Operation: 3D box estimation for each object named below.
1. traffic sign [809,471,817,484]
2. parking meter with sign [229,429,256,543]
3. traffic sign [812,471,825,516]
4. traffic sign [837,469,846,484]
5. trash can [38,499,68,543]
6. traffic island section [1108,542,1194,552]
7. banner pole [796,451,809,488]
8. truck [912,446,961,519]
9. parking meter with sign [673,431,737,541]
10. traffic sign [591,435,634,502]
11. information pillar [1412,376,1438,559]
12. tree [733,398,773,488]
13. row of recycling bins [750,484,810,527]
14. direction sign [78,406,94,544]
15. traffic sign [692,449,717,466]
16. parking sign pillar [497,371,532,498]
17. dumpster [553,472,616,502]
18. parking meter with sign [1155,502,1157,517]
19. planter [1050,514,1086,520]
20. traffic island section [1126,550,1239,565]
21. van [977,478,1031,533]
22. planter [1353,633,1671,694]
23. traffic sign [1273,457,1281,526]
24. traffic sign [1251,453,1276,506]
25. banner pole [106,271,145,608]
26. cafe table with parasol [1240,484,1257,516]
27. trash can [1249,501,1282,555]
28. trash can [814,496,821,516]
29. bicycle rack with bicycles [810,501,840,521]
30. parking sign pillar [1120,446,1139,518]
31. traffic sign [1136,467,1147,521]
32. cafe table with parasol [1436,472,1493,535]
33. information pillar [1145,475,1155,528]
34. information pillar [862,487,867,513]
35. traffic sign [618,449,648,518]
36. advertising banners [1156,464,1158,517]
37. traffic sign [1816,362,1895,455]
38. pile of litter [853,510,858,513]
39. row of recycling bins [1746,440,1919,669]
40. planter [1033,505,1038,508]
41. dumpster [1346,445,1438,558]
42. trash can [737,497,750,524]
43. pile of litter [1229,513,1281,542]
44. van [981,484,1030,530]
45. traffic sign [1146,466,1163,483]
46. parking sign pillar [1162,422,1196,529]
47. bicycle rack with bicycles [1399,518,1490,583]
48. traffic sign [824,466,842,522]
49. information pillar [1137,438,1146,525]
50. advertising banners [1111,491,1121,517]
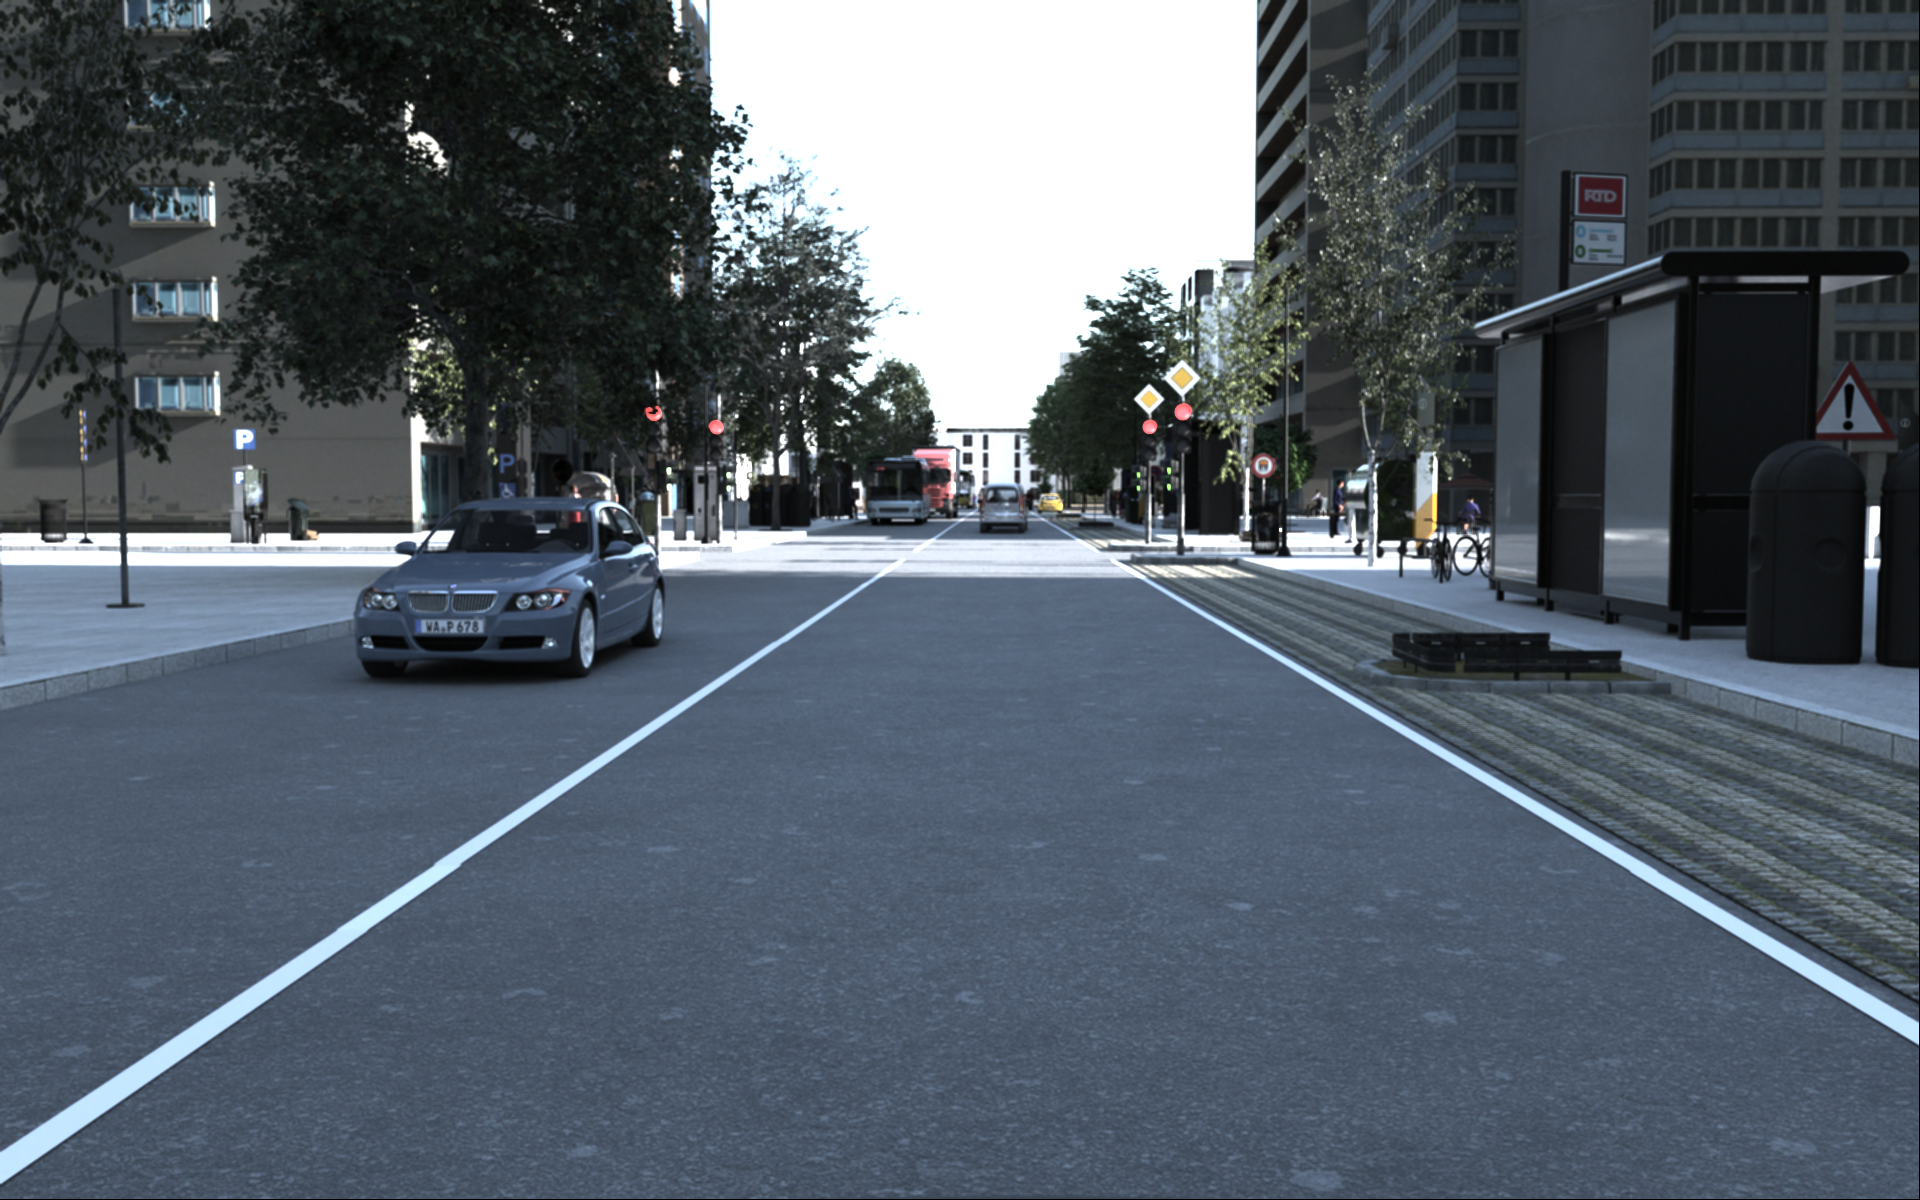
[{"bbox_3d":[-7.730,-5.407,88.405,0.884,2.594,0.081,0,4,3],"label":"traffic sign"},{"bbox_3d":[-19.026,-3.034,45.869,0.543,3.016,1.738,-1,4,-15],"label":"parking meter with sign"},{"bbox_3d":[-7.711,-5.739,93.937,0.768,2.556,0.104,1,4,9],"label":"traffic sign"},{"bbox_3d":[-6.301,-5.518,89.948,0.795,2.593,0.064,1,4,11],"label":"traffic sign"},{"bbox_3d":[-23.763,-2.064,45.403,0.748,1.137,0.748,0,3,0],"label":"trash can"},{"bbox_3d":[4.829,-1.345,44.279,2.009,0.180,2.903,0,4,1],"label":"traffic island section"},{"bbox_3d":[-8.070,-5.992,87.990,0.863,3.779,0.401,-1,4,-14],"label":"banner pole"},{"bbox_3d":[-1.439,-6.935,102.304,2.839,4.237,11.283,0,4,2],"label":"truck"},{"bbox_3d":[-6.993,-3.135,47.516,1.738,3.016,0.543,-1,4,-10],"label":"parking meter with sign"},{"bbox_3d":[-6.979,-2.127,34.787,0.884,2.594,0.081,0,4,7],"label":"traffic sign"},{"bbox_3d":[9.192,-2.618,34.151,0.183,3.616,0.504,-2,4,-29],"label":"information pillar"},{"bbox_3d":[-12.371,-8.768,93.713,4.360,8.622,3.978,0,3,0],"label":"tree"},{"bbox_3d":[-7.208,-3.808,69.380,1.069,1.692,3.534,-3,5,-42],"label":"row of recycling bins"},{"bbox_3d":[-22.613,-3.223,44.698,0.379,3.537,0.876,-1,4,-17],"label":"direction sign"},{"bbox_3d":[-7.201,-2.993,49.046,0.768,2.556,0.104,0,4,5],"label":"traffic sign"},{"bbox_3d":[-9.487,-2.960,36.871,1.447,3.967,1.447,0,4,-1],"label":"parking sign pillar"},{"bbox_3d":[-9.803,-2.416,45.257,1.264,1.857,1.865,0,4,1],"label":"dumpster"},{"bbox_3d":[10.418,-6.122,96.349,0.543,3.016,1.738,-2,4,-28],"label":"parking meter with sign"},{"bbox_3d":[6.053,-4.658,97.290,1.991,0.319,1.994,0,4,1],"label":"planter"},{"bbox_3d":[4.643,-0.857,36.297,2.009,0.180,2.903,0,4,1],"label":"traffic island section"},{"bbox_3d":[1.626,-3.527,64.679,2.013,2.044,4.112,0,4,3],"label":"van"},{"bbox_3d":[4.106,0.477,13.344,1.991,0.319,1.994,0,4,1],"label":"planter"},{"bbox_3d":[10.837,-3.643,59.674,0.768,2.556,0.104,0,4,7],"label":"traffic sign"},{"bbox_3d":[9.506,-3.318,54.351,0.768,2.556,0.104,0,4,3],"label":"traffic sign"},{"bbox_3d":[-9.575,-1.821,19.787,0.401,3.779,0.863,-1,4,-22],"label":"banner pole"},{"bbox_3d":[16.252,-5.969,102.457,2.610,1.966,2.610,1,4,11],"label":"cafe table with parasol"},{"bbox_3d":[6.521,-1.545,36.919,0.748,1.137,0.748,0,3,0],"label":"trash can"},{"bbox_3d":[-8.416,-5.526,102.004,0.748,1.137,0.748,0,3,0],"label":"trash can"},{"bbox_3d":[-6.888,-4.316,83.944,2.852,0.926,2.925,0,4,-5],"label":"bicycle rack with bicycles"},{"bbox_3d":[9.369,-6.419,93.430,1.447,3.967,1.447,2,4,31],"label":"parking sign pillar"},{"bbox_3d":[8.662,-4.981,81.540,0.768,2.556,0.104,0,4,5],"label":"traffic sign"},{"bbox_3d":[15.926,-3.033,54.448,2.610,1.966,2.610,-1,4,-20],"label":"cafe table with parasol"},{"bbox_3d":[7.195,-3.736,65.570,0.304,2.012,0.304,-1,4,-19],"label":"information pillar"},{"bbox_3d":[-6.358,-7.566,115.058,0.183,3.616,0.504,-2,4,-26],"label":"information pillar"},{"bbox_3d":[-9.455,-3.061,50.051,0.884,2.594,0.081,1,4,9],"label":"traffic sign"},{"bbox_3d":[10.449,-5.844,91.729,0.090,3.025,2.074,0,4,6],"label":"advertising banners"},{"bbox_3d":[8.739,-1.046,17.108,0.884,2.594,0.081,0,4,6],"label":"traffic sign"},{"bbox_3d":[-7.600,-6.445,119.336,1.176,0.858,1.719,0,4,7],"label":"pile of litter"},{"bbox_3d":[7.771,-0.348,12.808,3.534,1.692,1.069,1,4,23],"label":"row of recycling bins"},{"bbox_3d":[7.821,-9.288,173.003,1.991,0.319,1.994,0,4,1],"label":"planter"},{"bbox_3d":[8.855,-2.022,35.558,1.502,2.255,1.985,0,4,1],"label":"dumpster"},{"bbox_3d":[-9.287,-3.855,74.685,0.748,1.137,0.748,0,3,0],"label":"trash can"},{"bbox_3d":[8.029,-1.999,46.655,1.719,0.858,1.176,-1,4,-9],"label":"pile of litter"},{"bbox_3d":[1.853,-3.846,69.887,2.013,2.044,4.112,0,3,0],"label":"van"},{"bbox_3d":[8.693,-4.728,77.401,0.768,2.556,0.104,1,4,10],"label":"traffic sign"},{"bbox_3d":[8.214,-4.624,64.076,1.447,3.967,1.447,2,4,23],"label":"parking sign pillar"},{"bbox_3d":[7.873,-0.776,26.070,2.852,0.926,2.925,0,4,-3],"label":"bicycle rack with bicycles"},{"bbox_3d":[-5.787,-4.819,78.796,0.884,2.594,0.081,1,4,8],"label":"traffic sign"},{"bbox_3d":[7.615,-4.962,72.489,0.183,3.616,0.504,-1,4,-22],"label":"information pillar"},{"bbox_3d":[8.981,-6.133,96.468,0.090,3.025,2.074,-2,4,-26],"label":"advertising banners"}]
